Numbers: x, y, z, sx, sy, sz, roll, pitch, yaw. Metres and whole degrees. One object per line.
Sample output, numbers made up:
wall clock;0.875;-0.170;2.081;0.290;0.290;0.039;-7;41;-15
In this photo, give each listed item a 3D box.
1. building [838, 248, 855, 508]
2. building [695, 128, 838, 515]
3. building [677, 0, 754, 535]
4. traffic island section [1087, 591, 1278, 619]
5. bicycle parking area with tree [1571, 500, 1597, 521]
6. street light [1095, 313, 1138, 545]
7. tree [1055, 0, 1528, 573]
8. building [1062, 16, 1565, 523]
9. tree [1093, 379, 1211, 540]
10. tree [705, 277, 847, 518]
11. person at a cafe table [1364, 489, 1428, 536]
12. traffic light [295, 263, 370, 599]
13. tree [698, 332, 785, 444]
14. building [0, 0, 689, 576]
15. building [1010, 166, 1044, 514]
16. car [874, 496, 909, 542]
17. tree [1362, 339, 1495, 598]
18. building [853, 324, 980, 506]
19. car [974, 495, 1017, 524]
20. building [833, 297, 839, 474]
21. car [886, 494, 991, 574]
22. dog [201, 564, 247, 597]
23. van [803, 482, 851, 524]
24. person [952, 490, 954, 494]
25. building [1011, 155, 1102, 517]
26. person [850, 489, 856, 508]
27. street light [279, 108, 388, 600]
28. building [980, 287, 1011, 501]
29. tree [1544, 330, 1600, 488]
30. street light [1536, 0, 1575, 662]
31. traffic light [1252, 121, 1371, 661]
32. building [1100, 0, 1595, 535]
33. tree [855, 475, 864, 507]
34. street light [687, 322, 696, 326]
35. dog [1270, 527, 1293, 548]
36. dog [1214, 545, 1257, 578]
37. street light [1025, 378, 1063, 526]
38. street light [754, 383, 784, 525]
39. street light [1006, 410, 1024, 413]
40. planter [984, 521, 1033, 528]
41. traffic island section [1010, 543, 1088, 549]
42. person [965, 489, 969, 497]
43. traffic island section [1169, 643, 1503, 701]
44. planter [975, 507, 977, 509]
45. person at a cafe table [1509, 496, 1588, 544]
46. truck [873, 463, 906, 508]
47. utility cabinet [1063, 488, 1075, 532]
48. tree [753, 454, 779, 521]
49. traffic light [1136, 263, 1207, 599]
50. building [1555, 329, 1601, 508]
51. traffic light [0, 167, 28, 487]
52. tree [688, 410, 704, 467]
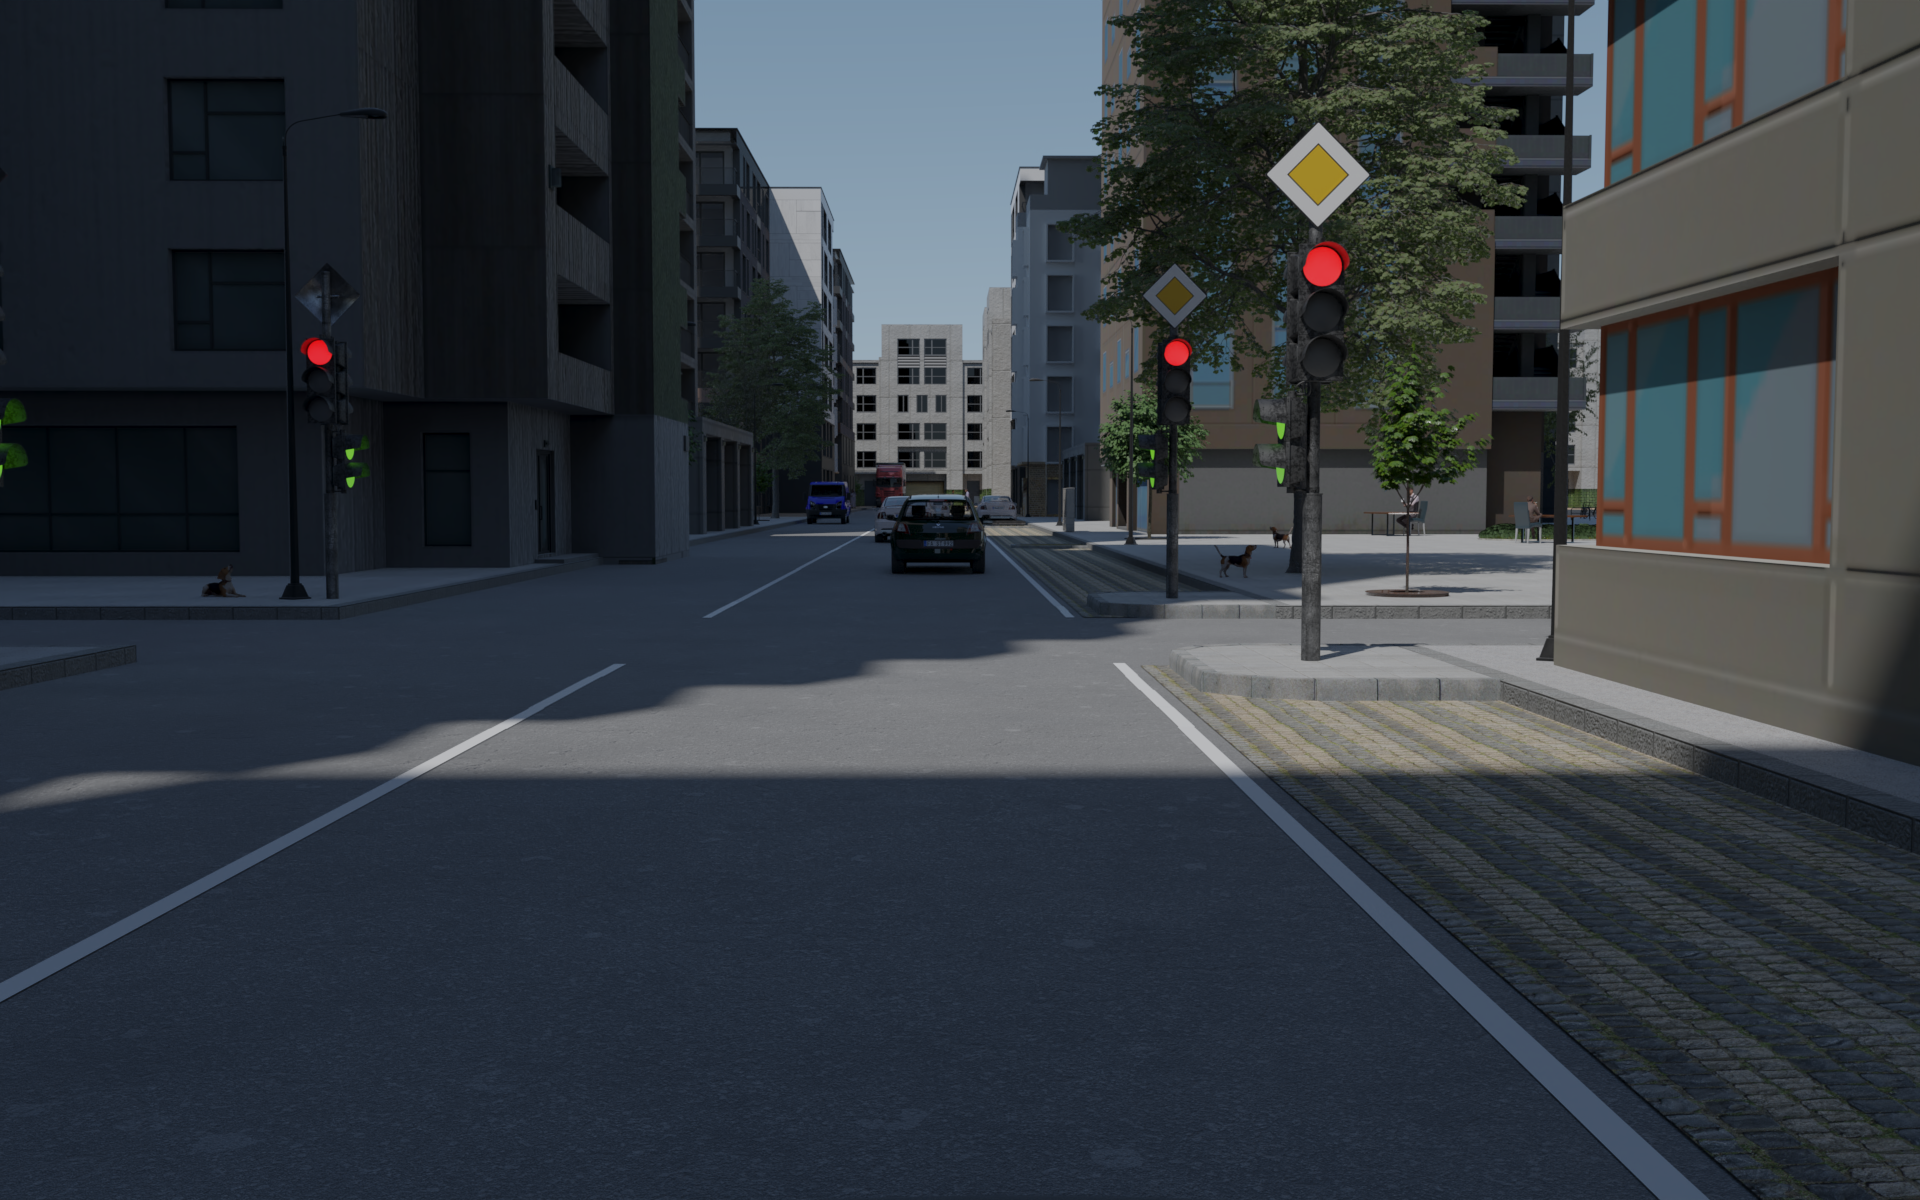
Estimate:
building;-26.394;-19.207;158.014;32.646;21.610;27.936;0;4;-1
building;-23.122;-16.461;113.110;27.936;21.610;32.646;0;4;-1
building;-18.447;-38.203;62.874;20.563;71.187;20.611;0;4;-1
traffic island section;2.634;0.057;21.341;2.009;0.180;2.903;0;4;-1
bicycle parking area with tree;31.558;-6.088;86.548;8.231;4.147;9.016;0;4;4
street light;3.800;-4.361;43.838;1.470;5.913;1.316;0;4;-1
tree;5.450;-6.737;28.270;7.486;12.596;7.792;0;3;0
building;16.077;-39.550;84.897;20.563;71.187;20.611;0;4;-1
tree;5.396;-3.997;49.058;4.285;4.588;4.351;0;3;0
tree;-9.879;-10.603;91.479;7.486;12.596;7.792;0;3;0
person at a cafe table;13.543;-2.738;53.276;1.622;1.524;1.698;-1;4;-12
traffic light;-7.667;-1.968;21.094;0.839;4.253;0.868;0;4;-1
tree;-9.876;-7.815;78.130;4.360;8.622;3.978;0;3;0
building;-13.180;-15.925;32.075;14.160;30.474;14.107;0;4;-1
building;17.466;-17.173;124.756;27.936;21.610;32.646;0;4;-1
car;-1.609;-2.463;52.633;2.083;1.381;4.827;0;3;0
tree;5.597;-1.658;21.703;1.663;3.219;1.824;0;3;0
building;-8.261;-19.718;188.841;31.486;18.905;16.747;0;4;-1
car;1.712;-4.316;82.927;2.083;1.381;4.827;0;4;-1
building;-17.546;-17.050;135.193;16.016;20.091;11.380;0;4;-1
car;-0.408;-1.393;32.555;2.009;1.686;4.222;0;4;-1
dog;-9.228;-0.243;21.715;0.550;0.427;0.748;-1;4;-19
van;-6.360;-4.860;83.845;2.240;2.365;5.245;0;4;-1
person;-0.626;-9.452;163.059;0.705;1.821;1.348;0;4;-2
building;11.155;-15.065;102.732;16.016;20.091;11.380;0;4;-1
person;-9.577;-9.060;154.841;0.551;1.740;0.621;-1;4;-21
street light;-7.584;-2.963;20.986;1.470;5.913;1.316;0;4;-1
building;10.777;-17.756;156.772;16.747;18.905;31.486;0;4;-1
tree;25.367;-7.536;73.568;4.737;8.622;4.395;0;3;0
street light;4.075;-2.486;13.196;1.470;5.913;1.316;0;4;-1
traffic light;2.685;-1.488;13.242;0.839;4.253;0.868;0;4;-1
building;12.520;-25.087;60.286;14.600;45.320;14.200;0;4;-1
tree;-10.552;-10.963;173.838;1.663;3.219;1.824;0;3;0
street light;-7.811;-4.543;46.813;1.470;5.913;1.316;0;4;-1
dog;7.604;-1.479;41.017;0.540;0.507;0.406;1;4;10
dog;4.235;-0.600;26.636;0.540;0.507;0.406;-1;4;-18
street light;3.481;-5.940;69.665;1.470;5.913;1.316;0;4;-1
street light;-8.059;-6.122;72.641;1.470;5.913;1.316;0;4;-1
street light;3.223;-7.534;95.724;1.470;5.913;1.316;0;4;-1
planter;2.031;-3.178;73.101;1.991;0.319;1.994;0;4;-1
traffic island section;2.344;-1.425;46.165;1.991;0.108;1.994;0;4;-1
person;0.458;-8.202;142.475;0.599;1.838;0.709;0;4;4
traffic island section;2.725;0.546;13.357;2.009;0.180;2.903;0;4;-1
planter;1.153;-7.908;150.430;1.991;0.319;1.994;0;4;-1
person at a cafe table;15.174;-2.109;45.347;1.726;1.238;1.698;-3;4;-37
truck;-6.231;-10.222;156.037;2.839;4.237;11.283;0;4;0
utility cabinet;3.685;-3.071;58.895;0.318;1.500;1.173;0;4;-2
tree;-9.686;-5.399;82.877;1.663;3.219;1.824;0;3;0
traffic light;2.593;-1.976;21.227;0.839;4.253;0.868;0;4;-1
building;49.028;-18.268;165.136;31.486;18.905;16.747;0;4;-1
traffic light;-7.575;-1.479;13.109;0.839;4.253;0.868;0;4;-1
tree;-9.068;-4.111;50.935;4.285;4.588;4.351;0;3;0
